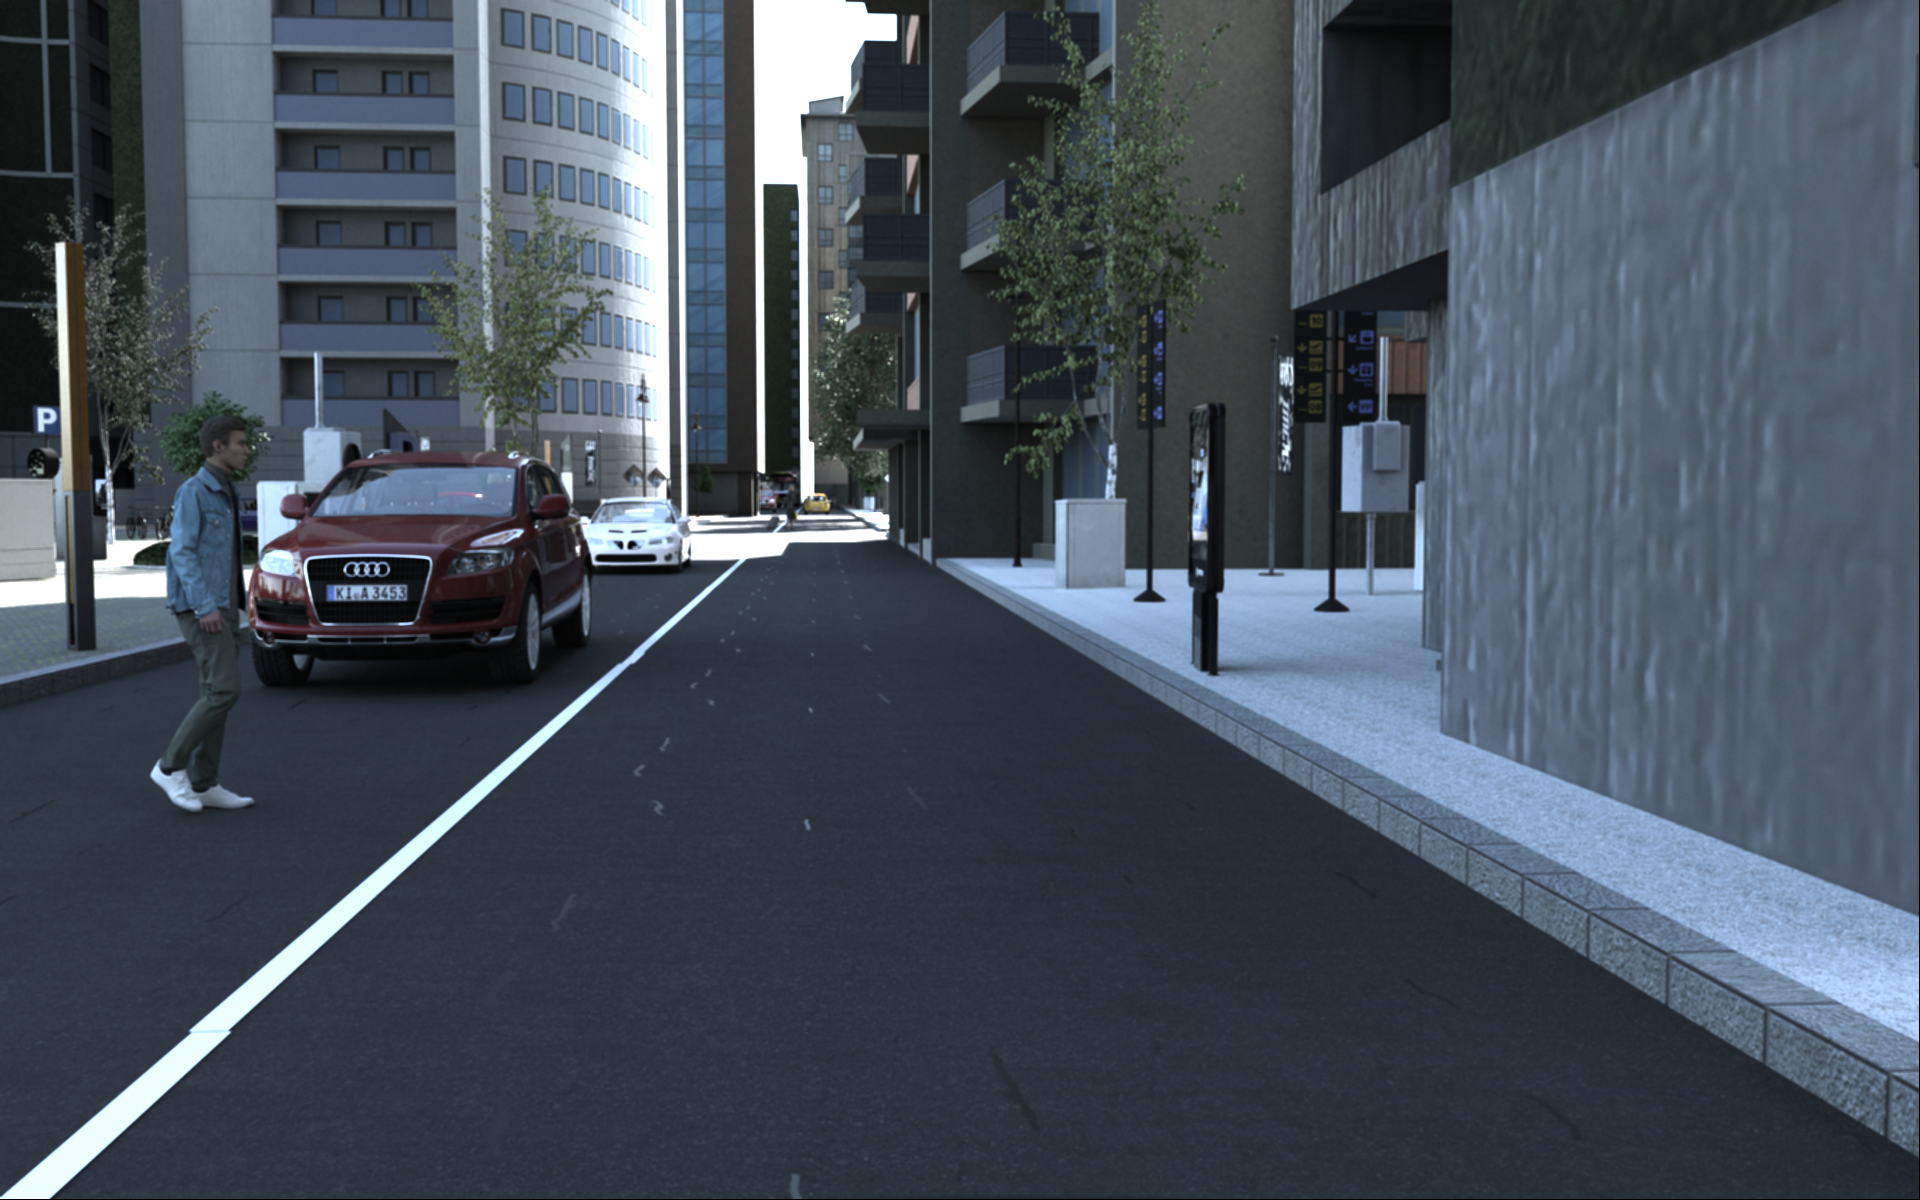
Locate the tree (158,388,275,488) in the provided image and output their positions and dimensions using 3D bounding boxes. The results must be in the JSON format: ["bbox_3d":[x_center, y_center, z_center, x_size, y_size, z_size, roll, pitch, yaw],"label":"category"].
[{"bbox_3d":[-23.122,-4.291,53.869,4.285,4.588,4.351,0,3,0],"label":"tree"}]

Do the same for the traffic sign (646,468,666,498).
[{"bbox_3d":[-11.533,-3.800,65.773,0.795,2.450,0.064,0,4,-5],"label":"traffic sign"}]

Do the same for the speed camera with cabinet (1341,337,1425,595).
[{"bbox_3d":[5.953,-1.708,22.258,2.038,3.252,0.660,-1,4,-15],"label":"speed camera with cabinet"}]

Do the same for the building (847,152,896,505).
[{"bbox_3d":[-6.650,-32.214,210.292,14.154,41.232,14.086,0,4,-5],"label":"building"}]

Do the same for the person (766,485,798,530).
[{"bbox_3d":[-7.017,-3.667,68.667,1.509,1.804,0.699,-3,5,-40],"label":"person"}]

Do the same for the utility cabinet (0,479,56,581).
[{"bbox_3d":[-13.994,-1.039,25.665,0.318,1.500,1.173,1,4,14],"label":"utility cabinet"}]

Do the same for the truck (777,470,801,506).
[{"bbox_3d":[-20.207,-13.154,203.986,2.839,4.237,11.283,0,4,-3],"label":"truck"}]

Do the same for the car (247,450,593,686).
[{"bbox_3d":[-4.381,-0.369,14.714,2.281,1.827,5.304,0,4,-5],"label":"car"}]

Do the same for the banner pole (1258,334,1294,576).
[{"bbox_3d":[5.065,-2.285,27.382,0.401,3.779,0.863,3,5,41],"label":"banner pole"}]

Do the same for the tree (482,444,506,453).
[{"bbox_3d":[-17.936,-4.398,66.507,1.663,3.219,1.824,0,3,0],"label":"tree"}]

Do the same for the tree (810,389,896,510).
[{"bbox_3d":[-8.408,-13.217,141.847,9.928,11.665,9.643,0,3,0],"label":"tree"}]

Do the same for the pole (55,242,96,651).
[{"bbox_3d":[-7.233,-1.243,14.163,0.158,3.312,0.155,0,3,0],"label":"pole"}]

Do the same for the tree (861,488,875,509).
[{"bbox_3d":[-7.914,-9.414,148.512,1.663,3.219,1.824,0,3,0],"label":"tree"}]

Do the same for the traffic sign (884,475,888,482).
[{"bbox_3d":[-2.517,-3.844,66.494,0.795,2.450,0.064,0,4,-5],"label":"traffic sign"}]

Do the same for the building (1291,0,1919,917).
[{"bbox_3d":[9.400,-14.638,11.033,14.160,30.474,14.107,0,4,-5],"label":"building"}]

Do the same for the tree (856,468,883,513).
[{"bbox_3d":[-6.406,-9.214,134.363,4.285,4.588,4.351,0,3,0],"label":"tree"}]

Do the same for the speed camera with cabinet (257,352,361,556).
[{"bbox_3d":[-8.828,-1.789,23.579,0.660,3.252,2.038,0,4,5],"label":"speed camera with cabinet"}]

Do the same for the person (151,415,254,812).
[{"bbox_3d":[-3.414,0.063,7.817,0.444,1.785,0.601,0,4,0],"label":"person"}]

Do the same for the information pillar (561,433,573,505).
[{"bbox_3d":[-15.148,-4.612,66.765,0.504,3.616,0.183,2,4,27],"label":"information pillar"}]

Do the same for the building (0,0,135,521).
[{"bbox_3d":[-47.032,-38.746,71.756,20.611,71.187,20.563,0,4,-5],"label":"building"}]

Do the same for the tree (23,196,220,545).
[{"bbox_3d":[-21.295,-5.706,43.657,4.360,8.622,3.978,0,3,0],"label":"tree"}]

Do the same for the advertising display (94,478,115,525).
[{"bbox_3d":[-35.119,-4.032,71.135,0.974,1.923,0.123,1,4,22],"label":"advertising display"}]

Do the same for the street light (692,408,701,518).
[{"bbox_3d":[-14.181,-7.380,93.458,0.468,5.910,1.993,0,4,-5],"label":"street light"}]

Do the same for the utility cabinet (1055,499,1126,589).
[{"bbox_3d":[1.785,-0.769,23.731,1.020,1.237,0.306,-2,4,-34],"label":"utility cabinet"}]

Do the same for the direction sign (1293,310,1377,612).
[{"bbox_3d":[4.079,-1.645,18.896,0.876,3.537,0.379,1,4,8],"label":"direction sign"}]

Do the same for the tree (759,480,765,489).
[{"bbox_3d":[-23.541,-12.575,200.196,1.663,3.219,1.824,0,3,0],"label":"tree"}]

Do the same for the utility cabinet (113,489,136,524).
[{"bbox_3d":[-35.580,-3.976,73.689,0.318,1.500,1.173,2,4,31],"label":"utility cabinet"}]

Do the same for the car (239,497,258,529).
[{"bbox_3d":[-24.886,-2.996,61.569,3.894,1.354,1.945,0,4,-3],"label":"car"}]

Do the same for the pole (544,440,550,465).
[{"bbox_3d":[-15.603,-4.387,65.571,0.158,3.312,0.155,0,3,0],"label":"pole"}]

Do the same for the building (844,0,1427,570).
[{"bbox_3d":[8.335,-23.708,42.245,22.147,44.769,28.867,0,4,-5],"label":"building"}]

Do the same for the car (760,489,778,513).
[{"bbox_3d":[-15.087,-7.598,132.902,2.281,1.827,5.304,0,4,-6],"label":"car"}]

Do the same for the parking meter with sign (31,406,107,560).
[{"bbox_3d":[-17.452,-2.310,34.037,1.738,3.016,0.543,2,4,31],"label":"parking meter with sign"}]

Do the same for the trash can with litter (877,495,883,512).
[{"bbox_3d":[-5.009,-6.862,123.248,2.233,1.210,1.678,0,4,5],"label":"trash can with litter"}]

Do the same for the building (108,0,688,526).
[{"bbox_3d":[-24.800,-33.026,81.976,21.231,58.520,28.212,0,4,-5],"label":"building"}]

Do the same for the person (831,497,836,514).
[{"bbox_3d":[-9.167,-6.845,125.084,0.362,1.253,0.373,0,4,-4],"label":"person"}]

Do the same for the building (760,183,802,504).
[{"bbox_3d":[-28.110,-33.396,229.611,14.086,41.232,14.154,0,4,-5],"label":"building"}]

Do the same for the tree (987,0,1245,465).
[{"bbox_3d":[2.240,-4.612,25.772,4.737,8.622,4.395,0,3,0],"label":"tree"}]

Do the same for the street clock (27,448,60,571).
[{"bbox_3d":[-14.514,-1.401,27.472,0.471,2.002,0.358,2,4,25],"label":"street clock"}]

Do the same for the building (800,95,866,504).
[{"bbox_3d":[-7.965,-39.676,237.934,27.495,52.752,28.713,0,4,-5],"label":"building"}]

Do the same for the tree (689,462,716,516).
[{"bbox_3d":[-15.263,-6.703,104.192,1.663,3.219,1.824,0,3,0],"label":"tree"}]

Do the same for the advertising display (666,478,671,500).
[{"bbox_3d":[-11.918,-4.013,70.825,0.123,1.923,0.974,0,4,-6],"label":"advertising display"}]

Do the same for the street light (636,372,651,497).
[{"bbox_3d":[-12.024,-5.696,65.923,0.468,5.910,1.993,0,4,-5],"label":"street light"}]

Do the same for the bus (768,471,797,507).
[{"bbox_3d":[-19.334,-12.119,189.699,2.896,3.916,12.252,0,4,-4],"label":"bus"}]

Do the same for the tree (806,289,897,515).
[{"bbox_3d":[-4.299,-12.061,103.858,9.857,13.997,8.962,0,3,0],"label":"tree"}]

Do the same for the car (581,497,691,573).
[{"bbox_3d":[-6.134,-1.259,32.946,2.083,1.381,4.827,0,4,-5],"label":"car"}]

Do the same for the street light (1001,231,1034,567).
[{"bbox_3d":[1.012,-3.525,30.428,0.468,5.910,1.993,0,4,-5],"label":"street light"}]

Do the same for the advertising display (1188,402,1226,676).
[{"bbox_3d":[1.790,-0.453,12.620,0.123,1.923,0.974,0,4,0],"label":"advertising display"}]

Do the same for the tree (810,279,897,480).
[{"bbox_3d":[-2.864,-10.246,84.527,9.611,12.733,9.660,0,3,0],"label":"tree"}]

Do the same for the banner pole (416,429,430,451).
[{"bbox_3d":[-20.670,-4.685,66.623,0.863,3.779,0.401,2,4,27],"label":"banner pole"}]

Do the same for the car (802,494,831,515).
[{"bbox_3d":[-9.876,-6.666,119.207,2.015,1.641,3.980,0,4,-6],"label":"car"}]

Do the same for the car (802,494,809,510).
[{"bbox_3d":[-13.690,-9.237,160.810,2.009,1.686,4.222,0,4,-4],"label":"car"}]

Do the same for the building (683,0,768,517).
[{"bbox_3d":[-19.928,-28.252,112.030,14.600,45.320,14.200,0,4,-5],"label":"building"}]

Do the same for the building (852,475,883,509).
[{"bbox_3d":[3.799,-19.613,165.709,27.650,21.520,28.899,0,4,-5],"label":"building"}]

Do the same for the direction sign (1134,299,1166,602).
[{"bbox_3d":[2.270,-1.751,20.633,0.379,3.537,0.876,-1,4,-14],"label":"direction sign"}]

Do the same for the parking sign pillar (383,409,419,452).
[{"bbox_3d":[-17.742,-4.081,55.188,1.447,3.967,1.447,1,4,23],"label":"parking sign pillar"}]

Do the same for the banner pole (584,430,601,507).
[{"bbox_3d":[-14.405,-4.786,68.275,0.863,3.779,0.401,1,4,13],"label":"banner pole"}]

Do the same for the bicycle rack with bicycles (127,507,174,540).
[{"bbox_3d":[-22.094,-2.181,49.037,2.852,0.926,2.925,-3,4,-36],"label":"bicycle rack with bicycles"}]

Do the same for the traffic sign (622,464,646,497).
[{"bbox_3d":[-10.876,-3.313,57.815,0.795,2.450,0.064,0,4,-5],"label":"traffic sign"}]

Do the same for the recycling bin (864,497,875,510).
[{"bbox_3d":[-7.264,-7.730,138.932,0.722,1.027,0.722,2,4,24],"label":"recycling bin"}]

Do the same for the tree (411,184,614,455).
[{"bbox_3d":[-10.301,-5.510,40.455,4.737,8.622,4.395,0,3,0],"label":"tree"}]
